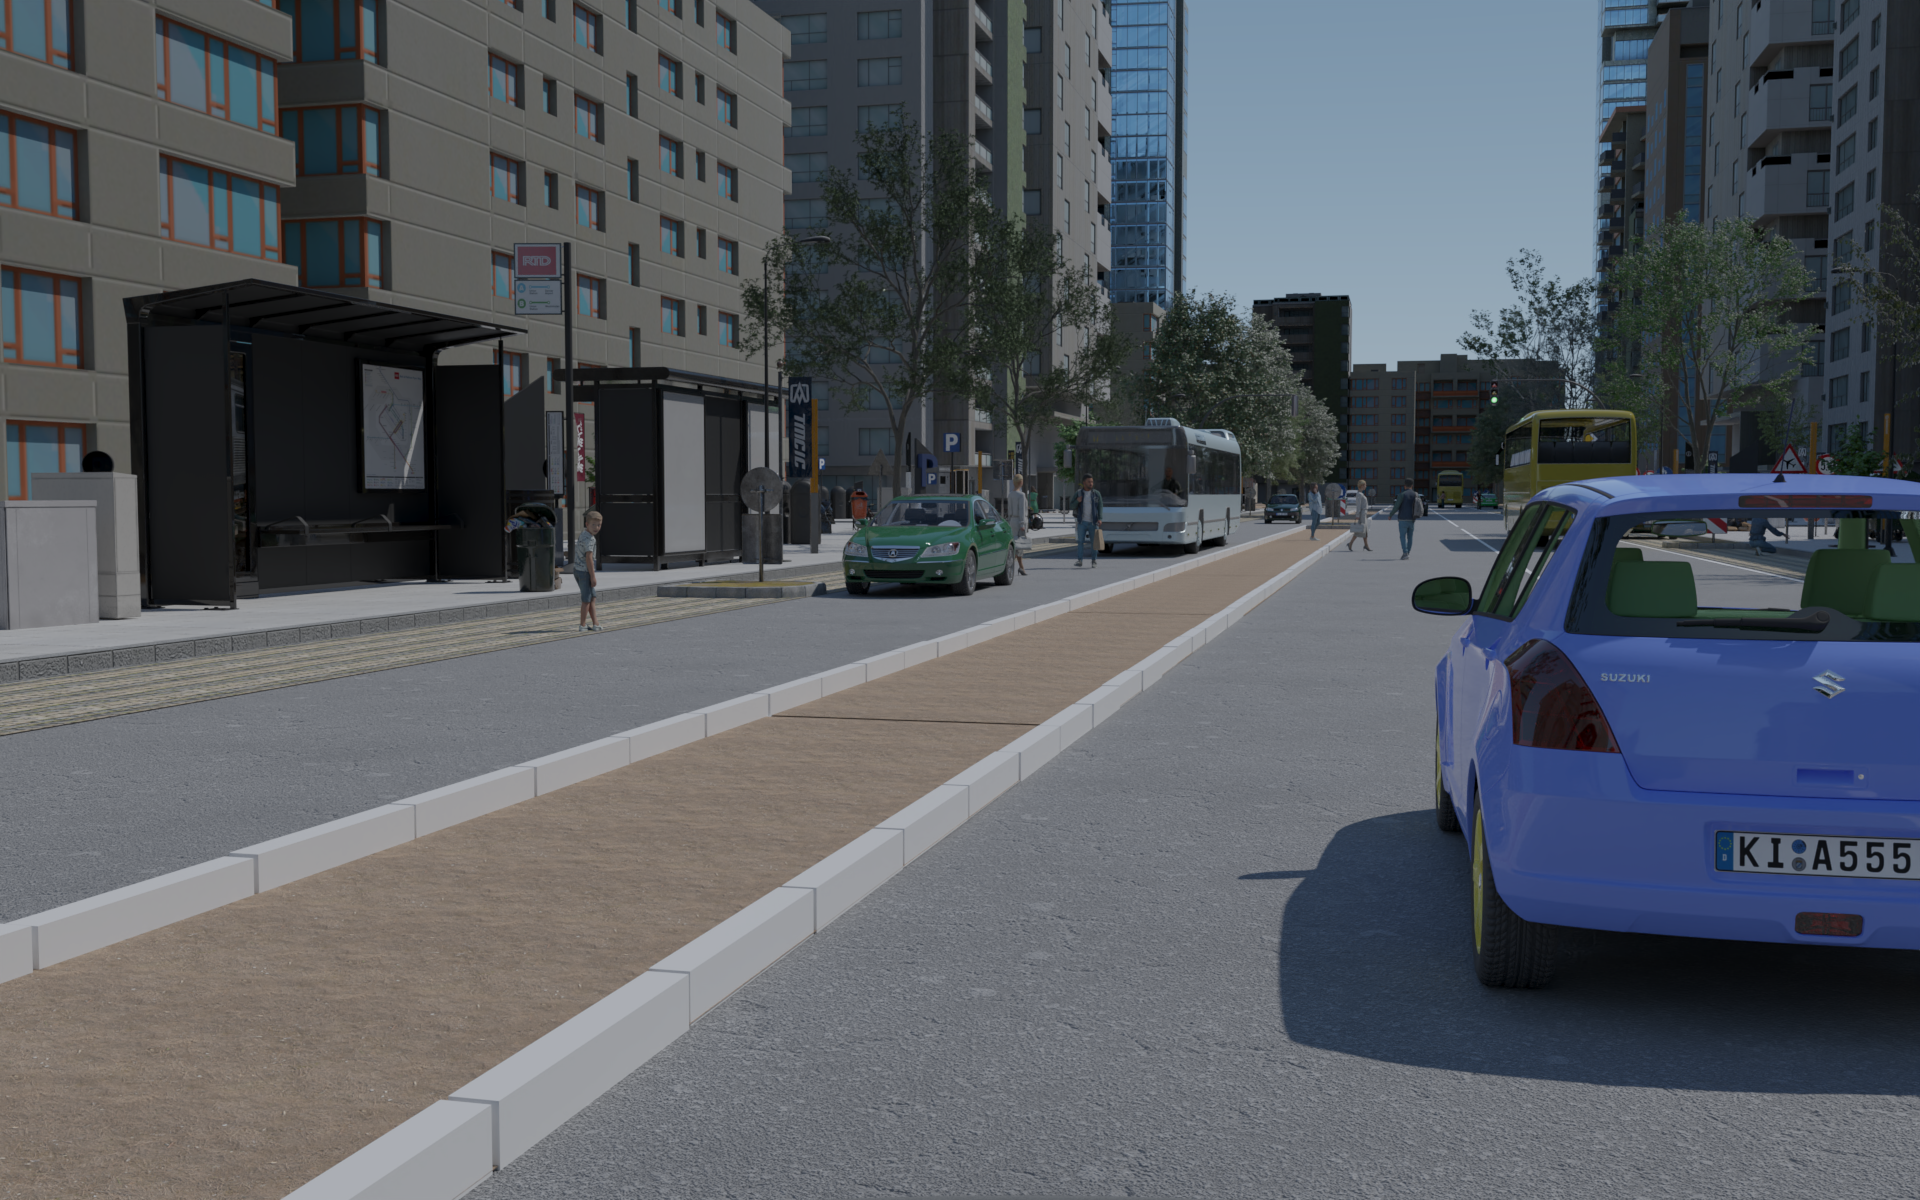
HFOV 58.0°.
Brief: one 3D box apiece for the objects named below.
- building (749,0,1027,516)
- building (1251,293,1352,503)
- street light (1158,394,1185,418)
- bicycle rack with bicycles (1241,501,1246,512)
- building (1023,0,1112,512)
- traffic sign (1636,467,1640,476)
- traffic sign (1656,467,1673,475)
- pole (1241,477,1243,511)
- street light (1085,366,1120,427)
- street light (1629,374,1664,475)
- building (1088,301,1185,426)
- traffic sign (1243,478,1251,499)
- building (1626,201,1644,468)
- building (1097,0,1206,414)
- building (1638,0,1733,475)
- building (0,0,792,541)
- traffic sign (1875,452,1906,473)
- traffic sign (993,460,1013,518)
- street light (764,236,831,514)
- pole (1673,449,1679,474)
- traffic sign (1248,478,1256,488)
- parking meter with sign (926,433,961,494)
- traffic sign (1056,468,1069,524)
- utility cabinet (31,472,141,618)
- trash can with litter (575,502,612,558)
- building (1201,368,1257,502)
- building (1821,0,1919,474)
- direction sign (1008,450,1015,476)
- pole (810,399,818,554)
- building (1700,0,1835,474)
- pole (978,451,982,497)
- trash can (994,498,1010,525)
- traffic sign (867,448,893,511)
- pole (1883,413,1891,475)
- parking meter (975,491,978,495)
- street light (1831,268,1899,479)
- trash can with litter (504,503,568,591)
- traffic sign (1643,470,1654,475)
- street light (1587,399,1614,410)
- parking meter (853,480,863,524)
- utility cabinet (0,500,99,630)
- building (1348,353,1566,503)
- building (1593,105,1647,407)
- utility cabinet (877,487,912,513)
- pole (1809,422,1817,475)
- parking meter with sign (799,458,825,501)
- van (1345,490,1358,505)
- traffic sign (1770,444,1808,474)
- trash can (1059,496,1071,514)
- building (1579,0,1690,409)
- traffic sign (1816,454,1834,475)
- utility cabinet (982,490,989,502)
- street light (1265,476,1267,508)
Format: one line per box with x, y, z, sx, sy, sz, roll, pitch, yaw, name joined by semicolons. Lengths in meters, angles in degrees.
-4.422;-25.592;102.022;14.154;41.232;14.086;1;4;14;building
49.729;-29.391;252.247;14.107;30.474;14.160;1;4;14;building
9.782;-6.620;80.770;1.470;5.913;1.316;1;4;14;street light
19.816;-6.857;125.488;2.852;0.926;2.925;-3;5;-40;bicycle rack with bicycles
-3.458;-33.234;132.616;28.713;52.752;27.495;1;4;14;building
29.847;-4.708;77.083;0.768;2.556;0.104;1;4;17;traffic sign
32.582;-4.898;80.189;0.768;2.556;0.104;1;4;22;traffic sign
21.202;-8.360;130.524;0.158;3.312;0.155;0;3;0;pole
5.132;-5.538;63.093;1.470;5.913;1.316;1;4;14;street light
26.616;-5.786;67.135;1.470;5.913;1.316;1;4;14;street light
7.573;-20.084;173.418;27.650;21.520;28.899;1;4;14;building
21.968;-8.149;133.341;0.768;2.556;0.104;1;4;16;traffic sign
73.036;-24.430;171.129;14.160;30.474;14.107;1;4;14;building
15.237;-54.913;210.490;31.000;86.520;22.319;1;4;14;building
69.990;-30.973;156.519;14.600;45.320;14.200;1;4;14;building
-23.757;-12.862;55.333;28.899;21.520;27.650;1;4;14;building
24.022;-2.744;44.875;0.884;2.594;0.081;1;4;20;traffic sign
1.266;-3.017;51.456;0.606;2.300;0.079;1;4;19;traffic sign
-3.009;-3.604;31.468;1.470;5.913;1.316;1;4;14;street light
32.656;-5.212;79.058;0.158;3.312;0.155;0;3;0;pole
22.480;-8.181;133.864;0.768;2.556;0.104;1;4;22;traffic sign
-0.644;-3.205;48.664;0.543;3.016;1.738;2;4;31;parking meter with sign
4.460;-4.525;74.094;0.768;2.556;0.104;1;4;15;traffic sign
-9.027;-0.564;17.905;1.173;1.500;0.318;2;4;23;utility cabinet
-7.317;-1.397;34.221;1.055;1.170;0.624;-3;5;-45;trash can with litter
30.235;-25.680;264.908;28.899;21.520;27.650;1;4;14;building
52.972;-19.316;87.511;14.107;30.474;14.160;1;4;14;building
2.896;-5.953;89.329;0.876;3.537;0.379;-1;4;-12;direction sign
-3.141;-2.654;37.237;0.158;3.312;0.155;0;3;0;pole
67.413;-32.347;118.112;28.713;52.752;27.495;1;4;14;building
0.950;-5.419;82.451;0.158;3.312;0.155;0;3;0;pole
1.692;-3.481;68.564;0.748;1.137;0.748;0;3;0;trash can
-2.264;-3.015;49.295;0.884;2.594;0.081;1;4;22;traffic sign
23.511;-3.063;43.919;0.158;3.312;0.155;0;3;0;pole
1.018;-5.227;93.870;0.372;1.533;0.369;0;3;0;parking meter
18.533;-3.852;35.517;1.470;5.913;1.316;1;4;14;street light
-5.628;-0.710;22.997;0.624;1.170;1.055;0;4;-2;trash can with litter
36.851;-5.656;92.574;0.768;2.556;0.104;1;4;17;traffic sign
31.228;-6.844;84.441;1.470;5.913;1.316;1;4;14;street light
-4.364;-4.191;74.233;0.399;1.863;0.255;-1;4;-21;parking meter
-8.906;-0.346;16.819;0.306;1.237;1.020;2;4;23;utility cabinet
72.468;-25.049;254.591;28.899;21.520;27.650;1;4;14;building
82.365;-32.807;191.023;22.147;44.769;28.867;1;4;14;building
-2.193;-3.023;58.113;1.173;1.500;0.318;2;4;29;utility cabinet
24.215;-3.386;49.208;0.158;3.312;0.155;0;3;0;pole
-7.476;-5.412;84.743;1.738;3.016;0.543;2;4;29;parking meter with sign
41.952;-10.900;185.218;2.013;2.044;4.112;1;4;14;van
21.328;-2.728;44.609;0.884;2.594;0.081;1;4;16;traffic sign
6.775;-6.129;111.869;0.748;1.137;0.748;0;3;0;trash can
101.132;-56.817;241.625;31.000;86.520;22.319;1;4;14;building
27.354;-3.335;54.640;0.768;2.556;0.104;1;4;20;traffic sign
1.869;-6.426;113.744;1.173;1.500;0.318;-2;4;-25;utility cabinet
26.083;-10.504;144.281;1.470;5.913;1.316;1;4;14;street light
